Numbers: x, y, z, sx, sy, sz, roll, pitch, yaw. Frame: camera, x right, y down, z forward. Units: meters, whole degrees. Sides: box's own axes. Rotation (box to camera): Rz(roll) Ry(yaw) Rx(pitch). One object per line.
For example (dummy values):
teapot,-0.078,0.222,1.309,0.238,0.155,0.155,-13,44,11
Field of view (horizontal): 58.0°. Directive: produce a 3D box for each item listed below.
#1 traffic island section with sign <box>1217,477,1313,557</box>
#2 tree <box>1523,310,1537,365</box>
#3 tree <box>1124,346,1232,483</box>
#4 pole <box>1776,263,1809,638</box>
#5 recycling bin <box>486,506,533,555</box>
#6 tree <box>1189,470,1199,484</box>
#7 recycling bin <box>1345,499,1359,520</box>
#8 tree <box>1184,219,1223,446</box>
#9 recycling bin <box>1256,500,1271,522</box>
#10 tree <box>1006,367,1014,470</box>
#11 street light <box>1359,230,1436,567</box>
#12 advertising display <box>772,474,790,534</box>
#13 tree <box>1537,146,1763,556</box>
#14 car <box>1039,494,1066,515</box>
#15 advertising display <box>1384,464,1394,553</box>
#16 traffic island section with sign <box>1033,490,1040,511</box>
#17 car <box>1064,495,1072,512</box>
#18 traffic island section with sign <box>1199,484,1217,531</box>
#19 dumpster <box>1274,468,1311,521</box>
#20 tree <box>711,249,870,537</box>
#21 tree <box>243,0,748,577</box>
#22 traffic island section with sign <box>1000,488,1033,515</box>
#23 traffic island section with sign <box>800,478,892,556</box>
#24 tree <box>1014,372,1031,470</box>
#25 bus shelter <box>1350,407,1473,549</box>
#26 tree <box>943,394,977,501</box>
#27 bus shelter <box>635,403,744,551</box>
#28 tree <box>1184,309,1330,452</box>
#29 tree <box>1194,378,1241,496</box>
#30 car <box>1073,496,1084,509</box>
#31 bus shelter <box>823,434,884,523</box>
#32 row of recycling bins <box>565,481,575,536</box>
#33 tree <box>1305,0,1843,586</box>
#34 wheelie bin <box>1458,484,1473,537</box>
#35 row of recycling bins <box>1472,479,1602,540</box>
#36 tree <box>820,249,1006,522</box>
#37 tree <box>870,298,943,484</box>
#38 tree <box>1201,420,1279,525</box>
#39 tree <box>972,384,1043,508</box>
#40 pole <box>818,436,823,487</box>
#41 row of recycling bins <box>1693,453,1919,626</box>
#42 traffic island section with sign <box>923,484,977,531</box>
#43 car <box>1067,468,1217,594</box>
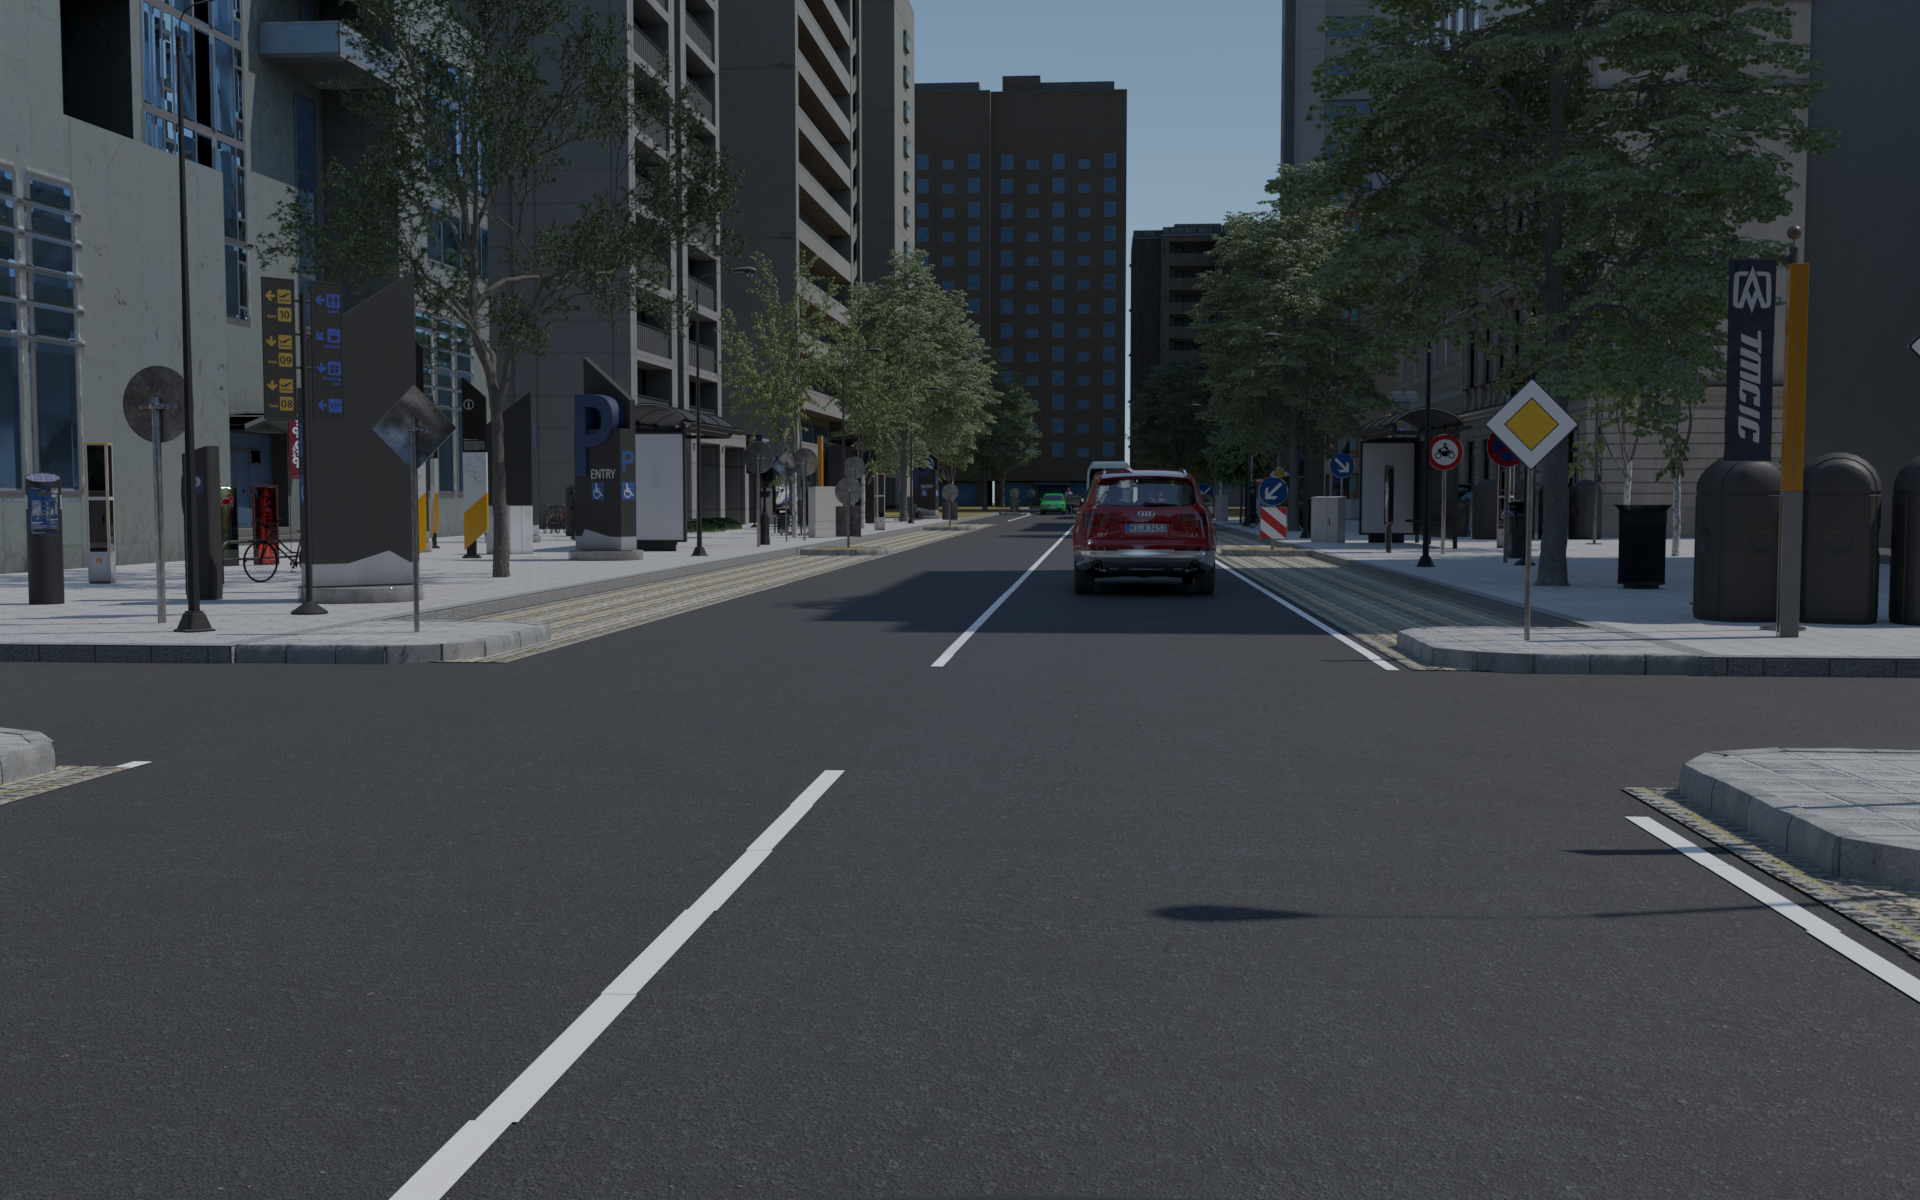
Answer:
traffic island section with sign,7.113,-1.940,40.348,1.989,1.847,2.006,0,4,5
tree,15.324,-5.475,39.872,4.737,8.622,4.395,0,3,0
tree,19.036,-14.892,150.146,9.857,13.997,8.962,0,3,0
pole,7.426,-1.321,15.449,0.158,3.312,0.155,0,3,0
recycling bin,-9.644,-1.500,37.073,0.722,1.027,0.722,2,4,32
tree,17.939,-8.595,135.123,1.663,3.219,1.824,0,3,0
recycling bin,19.261,-4.430,84.977,0.722,1.027,0.722,-1,4,-20
tree,11.392,-8.630,59.223,7.486,12.596,7.792,0,3,0
recycling bin,13.696,-4.053,78.814,0.722,1.027,0.722,-1,4,-19
tree,-1.288,-10.805,94.796,7.486,12.596,7.792,0,3,0
street light,7.663,-3.538,30.384,1.470,5.913,1.316,0,4,5
advertising display,-5.831,-3.136,56.482,0.123,1.923,0.974,2,4,23
tree,14.530,-5.207,35.499,4.737,8.622,4.395,0,3,0
car,6.491,-6.791,119.831,1.959,1.807,4.718,0,4,6
advertising display,9.402,-2.004,37.982,0.123,1.923,0.974,1,4,9
traffic island section with sign,6.055,-8.318,144.626,1.989,1.847,2.006,0,4,5
car,8.347,-7.958,142.685,1.945,1.354,3.894,0,4,6
traffic island section with sign,9.364,-3.583,67.210,1.989,1.847,2.006,0,4,5
dumpster,12.564,-3.898,66.230,1.502,2.255,1.985,0,4,5
tree,-5.156,-6.174,51.314,4.737,8.622,4.395,0,3,0
tree,-6.983,-5.649,26.779,8.767,10.594,7.601,1,4,14
traffic island section with sign,3.769,-6.655,117.440,1.989,1.847,2.006,0,4,5
traffic island section with sign,-2.642,-1.975,40.925,1.989,1.847,2.006,0,4,5
tree,1.834,-13.191,133.800,7.486,12.596,7.792,0,3,0
bus shelter,11.099,-3.004,43.035,2.014,3.302,5.546,0,4,5
tree,-0.668,-9.512,105.879,4.737,8.622,4.395,0,3,0
bus shelter,-6.689,-2.893,41.222,2.014,3.302,5.546,0,4,5
tree,13.955,-8.971,81.094,7.601,10.594,8.767,1,4,13
tree,15.591,-9.310,102.576,4.360,8.622,3.978,0,3,0
car,10.002,-8.657,153.899,2.083,1.381,4.827,0,4,6
bus shelter,-4.321,-4.837,70.365,1.731,3.624,6.357,0,4,5
row of recycling bins,-10.491,-2.778,52.528,3.534,1.692,1.069,2,4,25
tree,8.214,-6.495,24.327,7.486,12.596,7.792,0,3,0
wheelie bin,14.992,-2.691,51.900,0.980,1.594,0.693,1,4,19
row of recycling bins,16.356,-2.565,49.057,3.534,1.692,1.069,0,4,4
tree,-2.628,-9.907,80.106,7.486,12.596,7.792,0,3,0
tree,-3.363,-6.963,64.205,4.737,8.622,4.395,0,3,0
tree,11.812,-5.473,73.193,4.285,4.588,4.351,0,3,0
tree,3.927,-14.485,162.579,9.928,11.665,9.643,0,3,0
pole,-4.894,-4.094,60.783,0.158,3.312,0.155,0,3,0
row of recycling bins,9.244,-0.620,17.253,3.534,1.692,1.069,1,4,14
traffic island section with sign,-0.356,-3.638,68.103,1.989,1.847,2.006,0,4,5
car,2.753,-1.081,26.352,2.281,1.827,5.304,0,4,4
